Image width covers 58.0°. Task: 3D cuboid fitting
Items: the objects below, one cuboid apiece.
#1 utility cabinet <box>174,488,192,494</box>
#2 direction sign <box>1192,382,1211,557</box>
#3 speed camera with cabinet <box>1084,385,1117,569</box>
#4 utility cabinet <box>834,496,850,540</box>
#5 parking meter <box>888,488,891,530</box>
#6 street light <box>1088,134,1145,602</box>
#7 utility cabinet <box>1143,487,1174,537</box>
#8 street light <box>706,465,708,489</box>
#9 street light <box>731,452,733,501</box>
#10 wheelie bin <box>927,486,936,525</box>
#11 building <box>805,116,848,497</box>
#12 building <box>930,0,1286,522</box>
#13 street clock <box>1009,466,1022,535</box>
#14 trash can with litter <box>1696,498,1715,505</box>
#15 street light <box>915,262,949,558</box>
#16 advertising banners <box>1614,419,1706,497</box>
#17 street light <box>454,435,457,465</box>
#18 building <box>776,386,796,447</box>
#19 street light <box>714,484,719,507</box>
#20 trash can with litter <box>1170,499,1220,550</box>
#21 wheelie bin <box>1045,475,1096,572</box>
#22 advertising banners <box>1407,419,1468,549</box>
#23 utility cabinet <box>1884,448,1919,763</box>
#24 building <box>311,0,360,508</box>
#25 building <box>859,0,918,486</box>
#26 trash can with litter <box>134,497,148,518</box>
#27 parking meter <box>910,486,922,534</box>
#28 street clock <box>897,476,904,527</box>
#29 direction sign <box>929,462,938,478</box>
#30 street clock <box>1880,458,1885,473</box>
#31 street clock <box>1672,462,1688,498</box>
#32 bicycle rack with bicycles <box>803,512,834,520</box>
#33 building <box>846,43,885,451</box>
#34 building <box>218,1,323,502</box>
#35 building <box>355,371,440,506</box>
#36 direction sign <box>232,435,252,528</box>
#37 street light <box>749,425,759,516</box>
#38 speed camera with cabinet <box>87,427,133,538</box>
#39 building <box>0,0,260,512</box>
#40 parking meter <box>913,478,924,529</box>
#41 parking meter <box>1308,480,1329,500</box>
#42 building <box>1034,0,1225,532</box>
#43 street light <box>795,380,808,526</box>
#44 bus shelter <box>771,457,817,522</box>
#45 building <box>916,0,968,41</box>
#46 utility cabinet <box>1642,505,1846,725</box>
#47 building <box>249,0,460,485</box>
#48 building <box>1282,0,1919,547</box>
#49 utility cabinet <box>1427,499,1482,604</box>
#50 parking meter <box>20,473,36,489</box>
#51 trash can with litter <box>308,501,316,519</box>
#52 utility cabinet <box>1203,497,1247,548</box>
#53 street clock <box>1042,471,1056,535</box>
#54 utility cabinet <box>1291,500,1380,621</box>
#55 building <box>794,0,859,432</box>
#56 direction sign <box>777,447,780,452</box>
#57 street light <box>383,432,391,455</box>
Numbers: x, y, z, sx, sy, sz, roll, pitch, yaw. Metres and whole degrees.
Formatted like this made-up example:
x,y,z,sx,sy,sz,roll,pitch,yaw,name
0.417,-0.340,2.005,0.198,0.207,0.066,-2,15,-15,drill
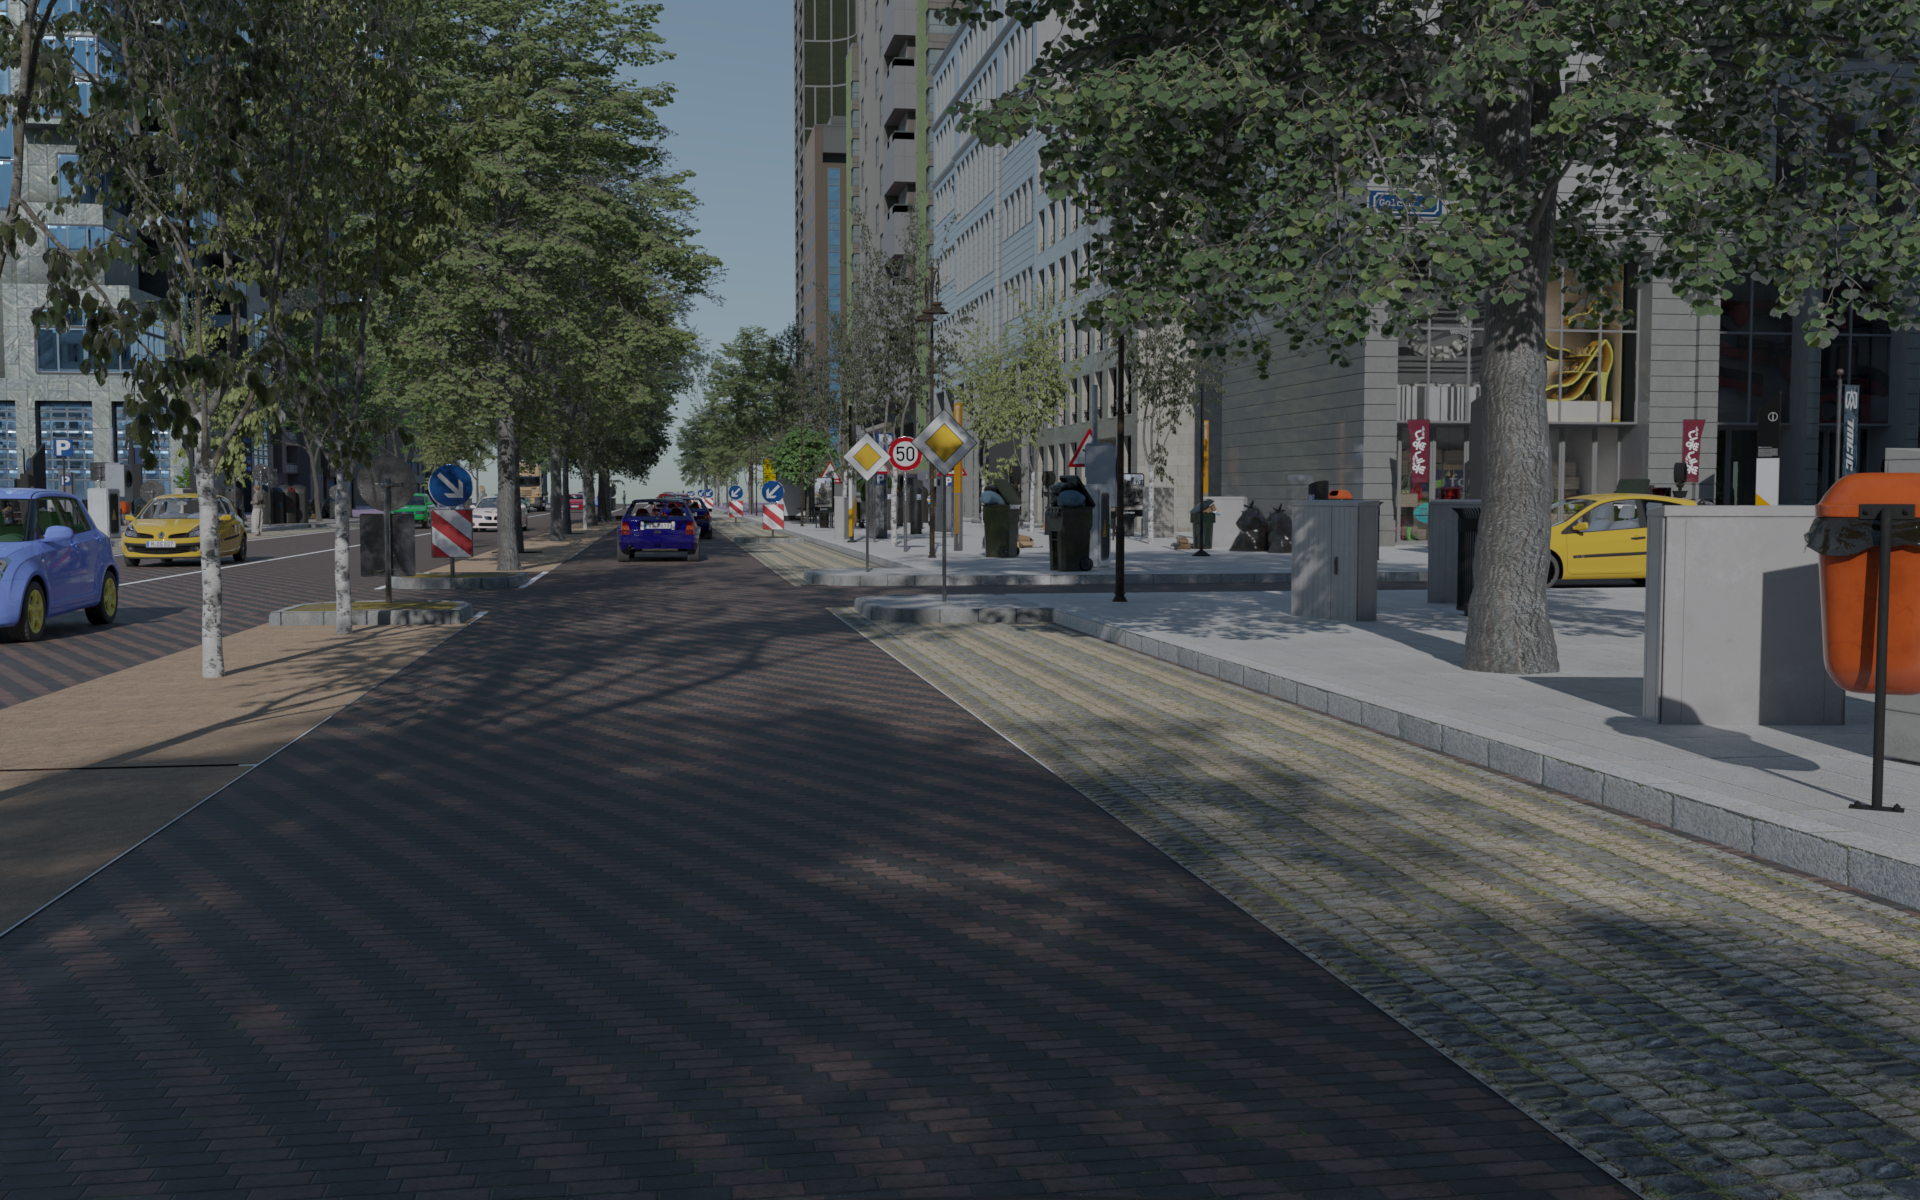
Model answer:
x,y,z,sx,sy,sz,roll,pitch,yaw,name
-28.613,-3.377,63.888,0.318,1.500,1.173,0,4,-8,utility cabinet
4.981,-2.669,35.639,0.379,3.537,0.876,0,4,5,direction sign
2.423,-2.225,30.715,0.660,3.252,2.038,1,4,17,speed camera with cabinet
-3.313,-2.306,48.857,0.306,1.237,1.020,0,4,5,utility cabinet
-2.514,-3.237,61.334,0.372,1.533,0.369,0,3,0,parking meter
1.906,-2.917,20.482,0.468,5.910,1.993,-1,4,-10,street light
5.868,-2.595,51.109,0.318,1.500,1.173,3,5,42,utility cabinet
-32.940,-15.483,225.941,0.468,5.910,1.993,-1,4,-10,street light
-18.870,-10.408,142.960,0.468,5.910,1.993,-1,4,-10,street light
-0.814,-3.715,68.641,0.980,1.594,0.693,-3,4,-37,wheelie bin
-10.931,-34.033,206.556,14.600,45.320,14.200,-1,4,-10,building
6.180,-19.149,90.583,11.434,29.767,29.804,-1,4,-10,building
1.404,-2.428,44.274,0.358,2.002,0.471,-1,4,-10,street clock
14.285,-1.398,33.915,2.233,1.210,1.678,-3,4,-36,trash can with litter
-0.561,-3.784,34.662,0.468,5.910,1.993,-1,4,-10,street light
16.362,-2.711,40.513,2.074,3.025,0.090,0,4,1,advertising banners
-39.179,-9.899,134.637,0.468,5.910,1.993,-1,4,-10,street light
-12.160,-24.760,249.868,27.650,21.520,28.899,-1,4,-10,building
-27.098,-13.381,191.563,0.468,5.910,1.993,-1,4,-10,street light
5.452,-1.762,40.193,1.055,1.170,0.624,-1,4,-22,trash can with litter
1.827,-1.279,28.815,0.693,1.594,0.980,-2,4,-24,wheelie bin
11.394,-2.688,40.143,2.074,3.025,0.090,2,4,25,advertising banners
5.042,0.019,8.360,1.173,1.500,0.318,-1,4,-16,utility cabinet
-59.823,-30.398,147.122,14.600,45.320,14.200,-1,4,-10,building
6.514,-33.829,142.343,28.713,52.752,27.495,-1,4,-10,building
-29.788,-3.163,63.108,0.624,1.170,1.055,-1,4,-15,trash can with litter
-1.401,-2.860,55.179,0.372,1.533,0.369,0,3,0,parking meter
-2.353,-3.878,67.971,0.358,2.002,0.471,2,4,27,street clock
-1.129,-5.783,86.543,0.876,3.537,0.379,-2,4,-27,direction sign
17.932,-1.760,33.349,0.358,2.002,0.471,0,4,0,street clock
16.504,-2.150,39.721,0.358,2.002,0.471,2,4,32,street clock
-7.495,-4.538,87.573,2.925,0.926,2.852,-2,4,-32,bicycle rack with bicycles
-3.761,-29.263,162.046,14.154,41.232,14.086,-1,4,-10,building
-58.089,-27.500,133.223,14.154,41.232,14.086,-1,4,-10,building
-76.277,-21.871,202.632,27.650,21.520,28.899,-1,4,-10,building
-27.500,-4.549,66.377,0.876,3.537,0.379,1,4,16,direction sign
-13.163,-8.344,109.217,0.468,5.910,1.993,-1,4,-10,street light
-24.883,-3.449,50.733,0.660,3.252,2.038,0,4,-6,speed camera with cabinet
-57.300,-48.708,109.049,22.319,86.520,31.000,-1,4,-10,building
-1.525,-3.526,63.362,0.399,1.863,0.255,-1,4,-10,parking meter
6.661,-1.456,32.220,0.372,1.533,0.369,0,3,0,parking meter
9.724,-12.998,67.276,10.420,20.320,16.860,-1,4,-10,building
-6.266,-5.858,68.563,0.468,5.910,1.993,-1,4,-10,street light
-7.558,-5.249,79.739,2.014,3.302,5.546,-1,4,-9,bus shelter
3.710,-26.752,120.995,14.154,41.232,14.086,-1,4,-10,building
4.408,0.087,9.734,1.020,1.237,0.306,0,4,3,utility cabinet
-78.548,-56.153,230.780,22.319,86.520,31.000,-1,4,-10,building
23.413,-16.606,49.009,29.804,29.767,11.434,-1,4,-10,building
6.024,-0.561,20.330,1.020,1.237,0.306,1,4,15,utility cabinet
-26.368,-2.650,49.042,0.255,1.863,0.399,0,4,5,parking meter
-32.958,-4.657,87.526,1.055,1.170,0.624,-3,5,-42,trash can with litter
6.387,-1.869,41.727,1.020,1.237,0.306,2,4,24,utility cabinet
2.764,-3.027,54.055,0.358,2.002,0.471,-2,4,-31,street clock
3.856,-0.412,17.896,0.306,1.237,1.020,-2,4,-30,utility cabinet
-12.501,-48.011,223.235,20.563,71.187,20.611,-1,4,-10,building
-8.535,-5.610,83.723,0.876,3.537,0.379,3,5,40,direction sign
-33.414,-7.833,100.861,0.468,5.910,1.993,-1,4,-10,street light
